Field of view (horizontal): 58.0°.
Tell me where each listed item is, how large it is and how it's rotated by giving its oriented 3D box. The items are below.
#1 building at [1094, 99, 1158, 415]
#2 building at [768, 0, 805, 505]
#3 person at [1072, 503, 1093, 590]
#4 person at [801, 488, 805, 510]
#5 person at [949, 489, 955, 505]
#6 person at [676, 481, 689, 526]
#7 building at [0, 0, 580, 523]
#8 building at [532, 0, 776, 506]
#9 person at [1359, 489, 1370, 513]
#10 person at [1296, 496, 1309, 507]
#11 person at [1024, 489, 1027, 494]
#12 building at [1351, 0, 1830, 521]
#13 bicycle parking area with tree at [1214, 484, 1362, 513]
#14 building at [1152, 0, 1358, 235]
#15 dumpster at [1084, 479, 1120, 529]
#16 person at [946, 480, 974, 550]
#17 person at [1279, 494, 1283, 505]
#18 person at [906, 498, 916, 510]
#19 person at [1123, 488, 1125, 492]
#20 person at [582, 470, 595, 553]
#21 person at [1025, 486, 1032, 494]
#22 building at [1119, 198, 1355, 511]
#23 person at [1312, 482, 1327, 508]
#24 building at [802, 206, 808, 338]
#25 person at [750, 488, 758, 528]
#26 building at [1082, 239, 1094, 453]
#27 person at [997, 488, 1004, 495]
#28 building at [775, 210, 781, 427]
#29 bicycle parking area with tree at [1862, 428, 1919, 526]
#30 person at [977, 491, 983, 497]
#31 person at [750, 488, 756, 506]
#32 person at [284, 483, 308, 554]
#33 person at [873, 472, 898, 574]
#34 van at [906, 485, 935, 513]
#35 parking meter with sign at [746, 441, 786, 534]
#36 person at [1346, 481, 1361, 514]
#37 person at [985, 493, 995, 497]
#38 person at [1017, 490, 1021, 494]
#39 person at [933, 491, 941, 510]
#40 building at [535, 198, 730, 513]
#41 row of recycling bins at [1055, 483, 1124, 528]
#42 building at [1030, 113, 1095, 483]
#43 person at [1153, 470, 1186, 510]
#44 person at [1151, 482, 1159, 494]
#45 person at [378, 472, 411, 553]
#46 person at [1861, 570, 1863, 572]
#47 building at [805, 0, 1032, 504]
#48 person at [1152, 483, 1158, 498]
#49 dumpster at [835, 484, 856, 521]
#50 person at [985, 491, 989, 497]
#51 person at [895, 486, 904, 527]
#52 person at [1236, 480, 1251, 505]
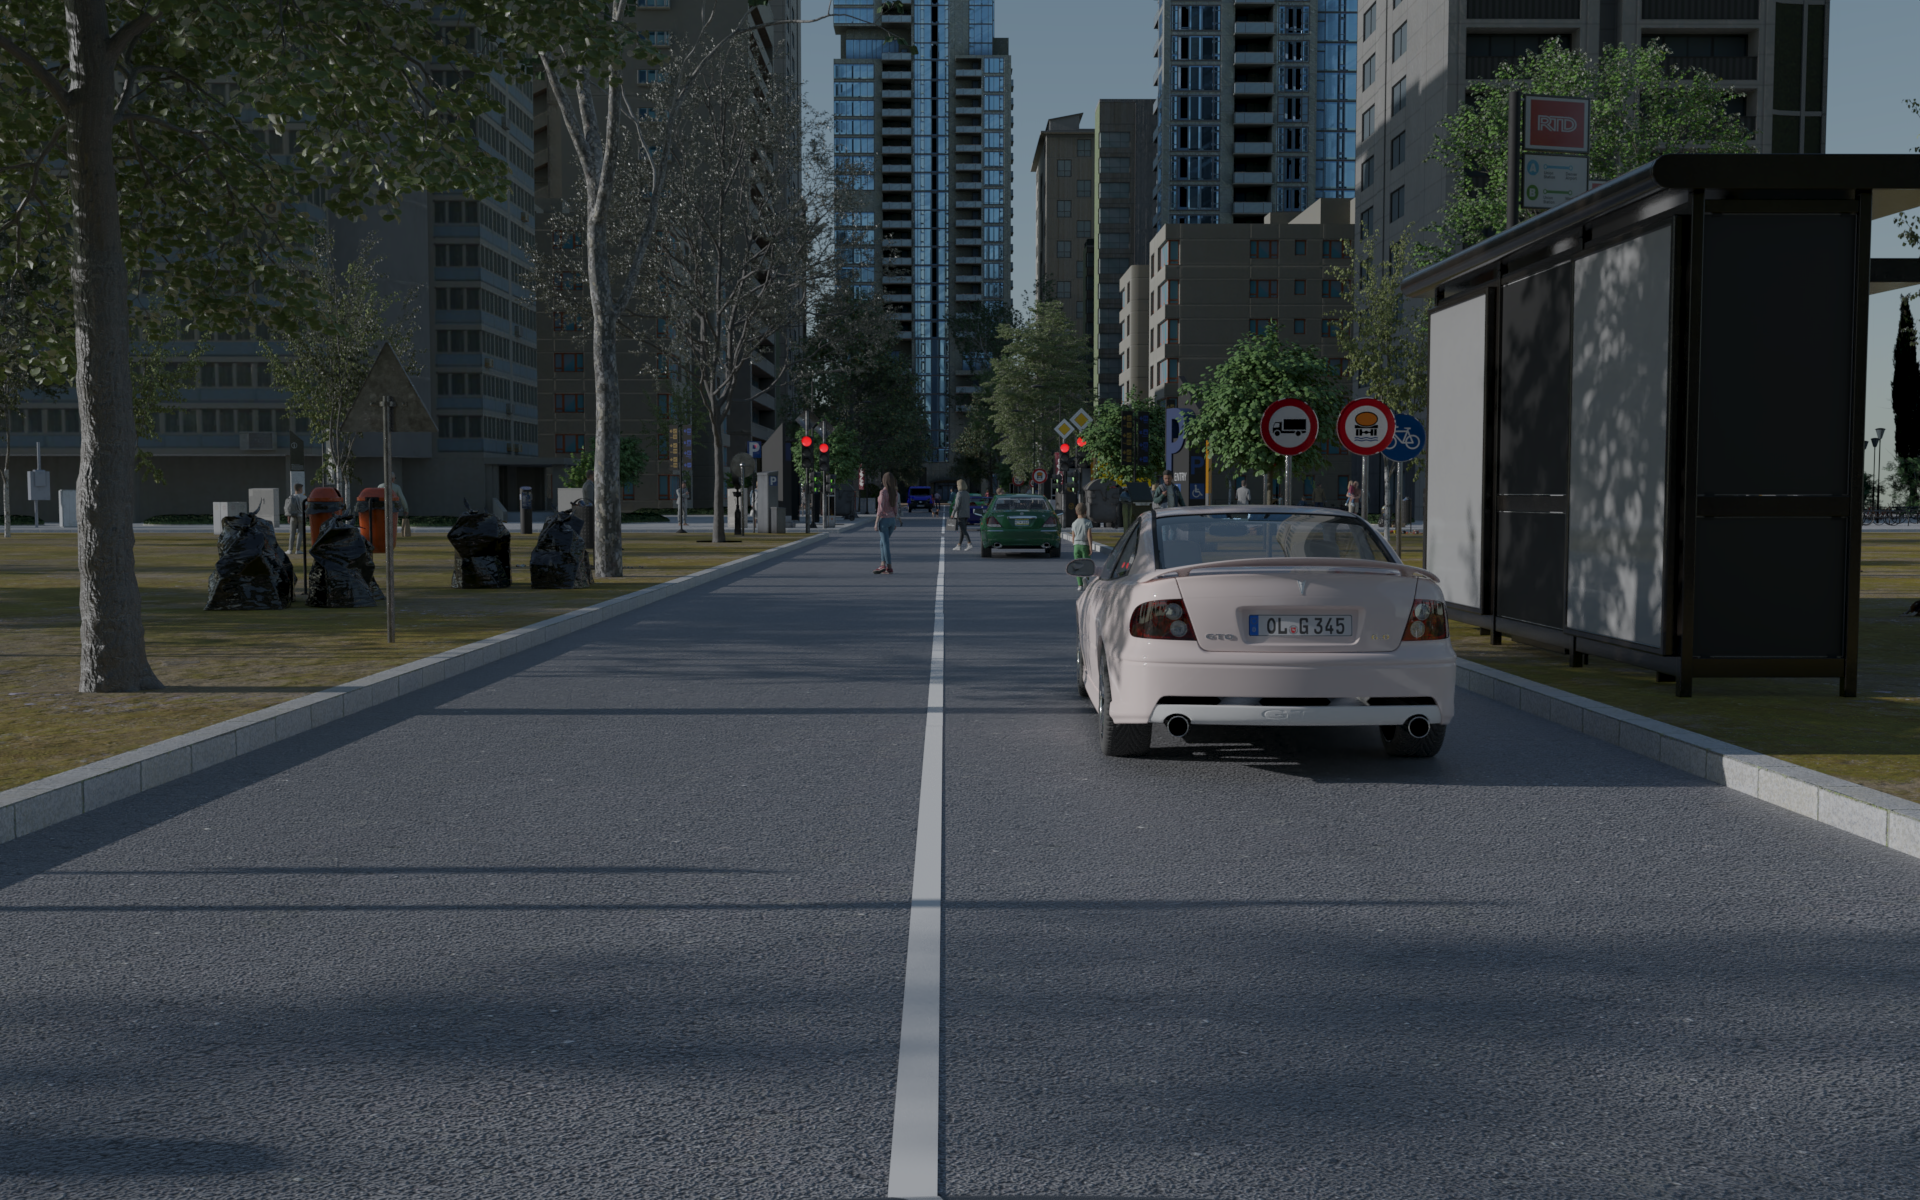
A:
[{"bbox_3d":[21.017,-30.524,182.668,14.154,41.232,14.086,0,4,0],"label":"building"},{"bbox_3d":[-28.563,-46.150,192.799,20.611,71.187,20.563,0,4,0],"label":"building"},{"bbox_3d":[1.809,-0.786,25.603,0.306,1.304,0.590,0,4,1],"label":"person"},{"bbox_3d":[-12.399,-7.994,137.496,0.466,1.731,0.760,1,4,13],"label":"person"},{"bbox_3d":[-0.555,-7.895,137.446,0.638,1.841,0.748,-2,4,-32],"label":"person"},{"bbox_3d":[-11.260,-3.933,70.535,0.466,1.800,0.511,3,4,39],"label":"person"},{"bbox_3d":[-34.857,-24.111,86.096,32.217,40.220,23.993,0,4,0],"label":"building"},{"bbox_3d":[-27.649,-32.153,149.407,21.300,48.544,21.600,0,4,0],"label":"building"},{"bbox_3d":[21.503,-5.247,91.933,0.635,1.810,0.391,2,4,25],"label":"person"},{"bbox_3d":[20.181,-5.549,102.262,1.012,1.151,0.738,1,4,23],"label":"person"},{"bbox_3d":[7.837,-12.164,204.890,1.348,1.831,0.705,2,4,29],"label":"person"},{"bbox_3d":[32.437,-39.618,86.008,20.611,71.187,20.563,0,4,0],"label":"building"},{"bbox_3d":[16.176,-6.164,87.779,9.016,4.147,8.231,1,4,18],"label":"bicycle parking area with tree"},{"bbox_3d":[26.304,-51.753,158.830,22.319,86.520,31.000,0,4,0],"label":"building"},{"bbox_3d":[5.276,-3.573,64.181,1.264,1.857,1.865,0,4,-1],"label":"dumpster"},{"bbox_3d":[0.028,-2.162,44.029,0.728,1.800,0.709,3,4,37],"label":"person"},{"bbox_3d":[18.822,-5.594,101.758,0.590,1.304,0.306,-3,5,-41],"label":"person"},{"bbox_3d":[-4.246,-9.125,157.634,1.348,1.831,0.705,0,4,-7],"label":"person"},{"bbox_3d":[12.012,-7.257,125.527,0.643,1.720,0.563,-1,4,-11],"label":"person"},{"bbox_3d":[-7.992,-1.930,37.708,0.767,1.812,0.694,-1,4,-20],"label":"person"},{"bbox_3d":[4.541,-6.666,115.127,0.850,1.850,0.679,-3,5,-40],"label":"person"},{"bbox_3d":[26.805,-17.152,125.472,27.650,21.520,28.899,0,4,0],"label":"building"},{"bbox_3d":[17.258,-4.718,83.091,0.656,1.842,0.836,-1,4,-18],"label":"person"},{"bbox_3d":[-35.956,-36.041,243.897,28.867,44.769,22.147,0,4,0],"label":"building"},{"bbox_3d":[-7.473,-3.561,64.618,0.694,1.780,0.624,-1,4,-17],"label":"person"},{"bbox_3d":[20.802,-26.016,197.065,14.160,30.474,14.107,0,4,0],"label":"building"},{"bbox_3d":[1.127,-2.355,48.808,0.330,1.601,0.589,2,4,30],"label":"person"},{"bbox_3d":[-25.065,-24.226,167.802,14.160,30.474,14.107,0,4,0],"label":"building"},{"bbox_3d":[39.515,-5.243,72.723,9.016,4.147,8.231,1,4,19],"label":"bicycle parking area with tree"},{"bbox_3d":[1.532,-8.397,146.519,1.217,1.735,0.721,0,4,-4],"label":"person"},{"bbox_3d":[-16.297,-7.968,136.590,0.793,1.790,0.793,1,4,14],"label":"person"},{"bbox_3d":[-14.215,-1.739,37.064,0.503,1.515,0.523,-3,4,-37],"label":"person"},{"bbox_3d":[-1.310,-1.379,31.058,0.388,1.821,0.555,2,4,27],"label":"person"},{"bbox_3d":[-3.142,-8.068,136.289,2.240,2.365,5.245,0,4,-2],"label":"van"},{"bbox_3d":[-6.289,-3.687,56.540,0.543,3.016,1.738,-3,4,-39],"label":"parking meter with sign"},{"bbox_3d":[16.018,-3.951,70.623,0.573,1.828,0.580,3,5,43],"label":"person"},{"bbox_3d":[3.571,-12.071,204.124,1.217,1.735,0.721,-1,4,-15],"label":"person"},{"bbox_3d":[4.931,-8.732,148.820,1.348,1.822,0.705,-2,4,-33],"label":"person"},{"bbox_3d":[-2.096,-9.234,160.408,0.756,1.711,0.436,1,4,23],"label":"person"},{"bbox_3d":[-31.770,-16.890,121.192,27.650,21.520,28.899,0,4,0],"label":"building"},{"bbox_3d":[5.408,-3.618,66.274,3.534,1.692,1.069,0,4,6],"label":"row of recycling bins"},{"bbox_3d":[24.453,-40.279,247.802,27.495,52.752,28.713,0,4,0],"label":"building"},{"bbox_3d":[4.319,-1.802,35.849,0.623,1.781,0.721,-2,4,-28],"label":"person"},{"bbox_3d":[8.840,-4.455,78.730,0.661,1.843,0.795,-3,4,-36],"label":"person"},{"bbox_3d":[-12.347,-1.906,37.684,0.782,1.767,0.515,0,4,-8],"label":"person"},{"bbox_3d":[14.726,-1.377,28.656,0.391,1.810,0.635,2,4,23],"label":"person"},{"bbox_3d":[-5.674,-56.925,243.391,31.000,86.520,22.319,0,4,0],"label":"building"},{"bbox_3d":[7.025,-3.066,58.845,1.509,1.804,0.699,-1,4,-15],"label":"person"},{"bbox_3d":[-5.678,-4.720,82.932,1.264,1.857,1.865,0,4,0],"label":"dumpster"},{"bbox_3d":[3.545,-12.796,215.980,1.217,1.743,0.721,3,5,44],"label":"person"},{"bbox_3d":[-2.822,-4.117,76.171,0.624,1.780,0.694,3,5,42],"label":"person"},{"bbox_3d":[10.588,-3.562,64.482,0.606,1.804,0.583,2,4,32],"label":"person"}]
